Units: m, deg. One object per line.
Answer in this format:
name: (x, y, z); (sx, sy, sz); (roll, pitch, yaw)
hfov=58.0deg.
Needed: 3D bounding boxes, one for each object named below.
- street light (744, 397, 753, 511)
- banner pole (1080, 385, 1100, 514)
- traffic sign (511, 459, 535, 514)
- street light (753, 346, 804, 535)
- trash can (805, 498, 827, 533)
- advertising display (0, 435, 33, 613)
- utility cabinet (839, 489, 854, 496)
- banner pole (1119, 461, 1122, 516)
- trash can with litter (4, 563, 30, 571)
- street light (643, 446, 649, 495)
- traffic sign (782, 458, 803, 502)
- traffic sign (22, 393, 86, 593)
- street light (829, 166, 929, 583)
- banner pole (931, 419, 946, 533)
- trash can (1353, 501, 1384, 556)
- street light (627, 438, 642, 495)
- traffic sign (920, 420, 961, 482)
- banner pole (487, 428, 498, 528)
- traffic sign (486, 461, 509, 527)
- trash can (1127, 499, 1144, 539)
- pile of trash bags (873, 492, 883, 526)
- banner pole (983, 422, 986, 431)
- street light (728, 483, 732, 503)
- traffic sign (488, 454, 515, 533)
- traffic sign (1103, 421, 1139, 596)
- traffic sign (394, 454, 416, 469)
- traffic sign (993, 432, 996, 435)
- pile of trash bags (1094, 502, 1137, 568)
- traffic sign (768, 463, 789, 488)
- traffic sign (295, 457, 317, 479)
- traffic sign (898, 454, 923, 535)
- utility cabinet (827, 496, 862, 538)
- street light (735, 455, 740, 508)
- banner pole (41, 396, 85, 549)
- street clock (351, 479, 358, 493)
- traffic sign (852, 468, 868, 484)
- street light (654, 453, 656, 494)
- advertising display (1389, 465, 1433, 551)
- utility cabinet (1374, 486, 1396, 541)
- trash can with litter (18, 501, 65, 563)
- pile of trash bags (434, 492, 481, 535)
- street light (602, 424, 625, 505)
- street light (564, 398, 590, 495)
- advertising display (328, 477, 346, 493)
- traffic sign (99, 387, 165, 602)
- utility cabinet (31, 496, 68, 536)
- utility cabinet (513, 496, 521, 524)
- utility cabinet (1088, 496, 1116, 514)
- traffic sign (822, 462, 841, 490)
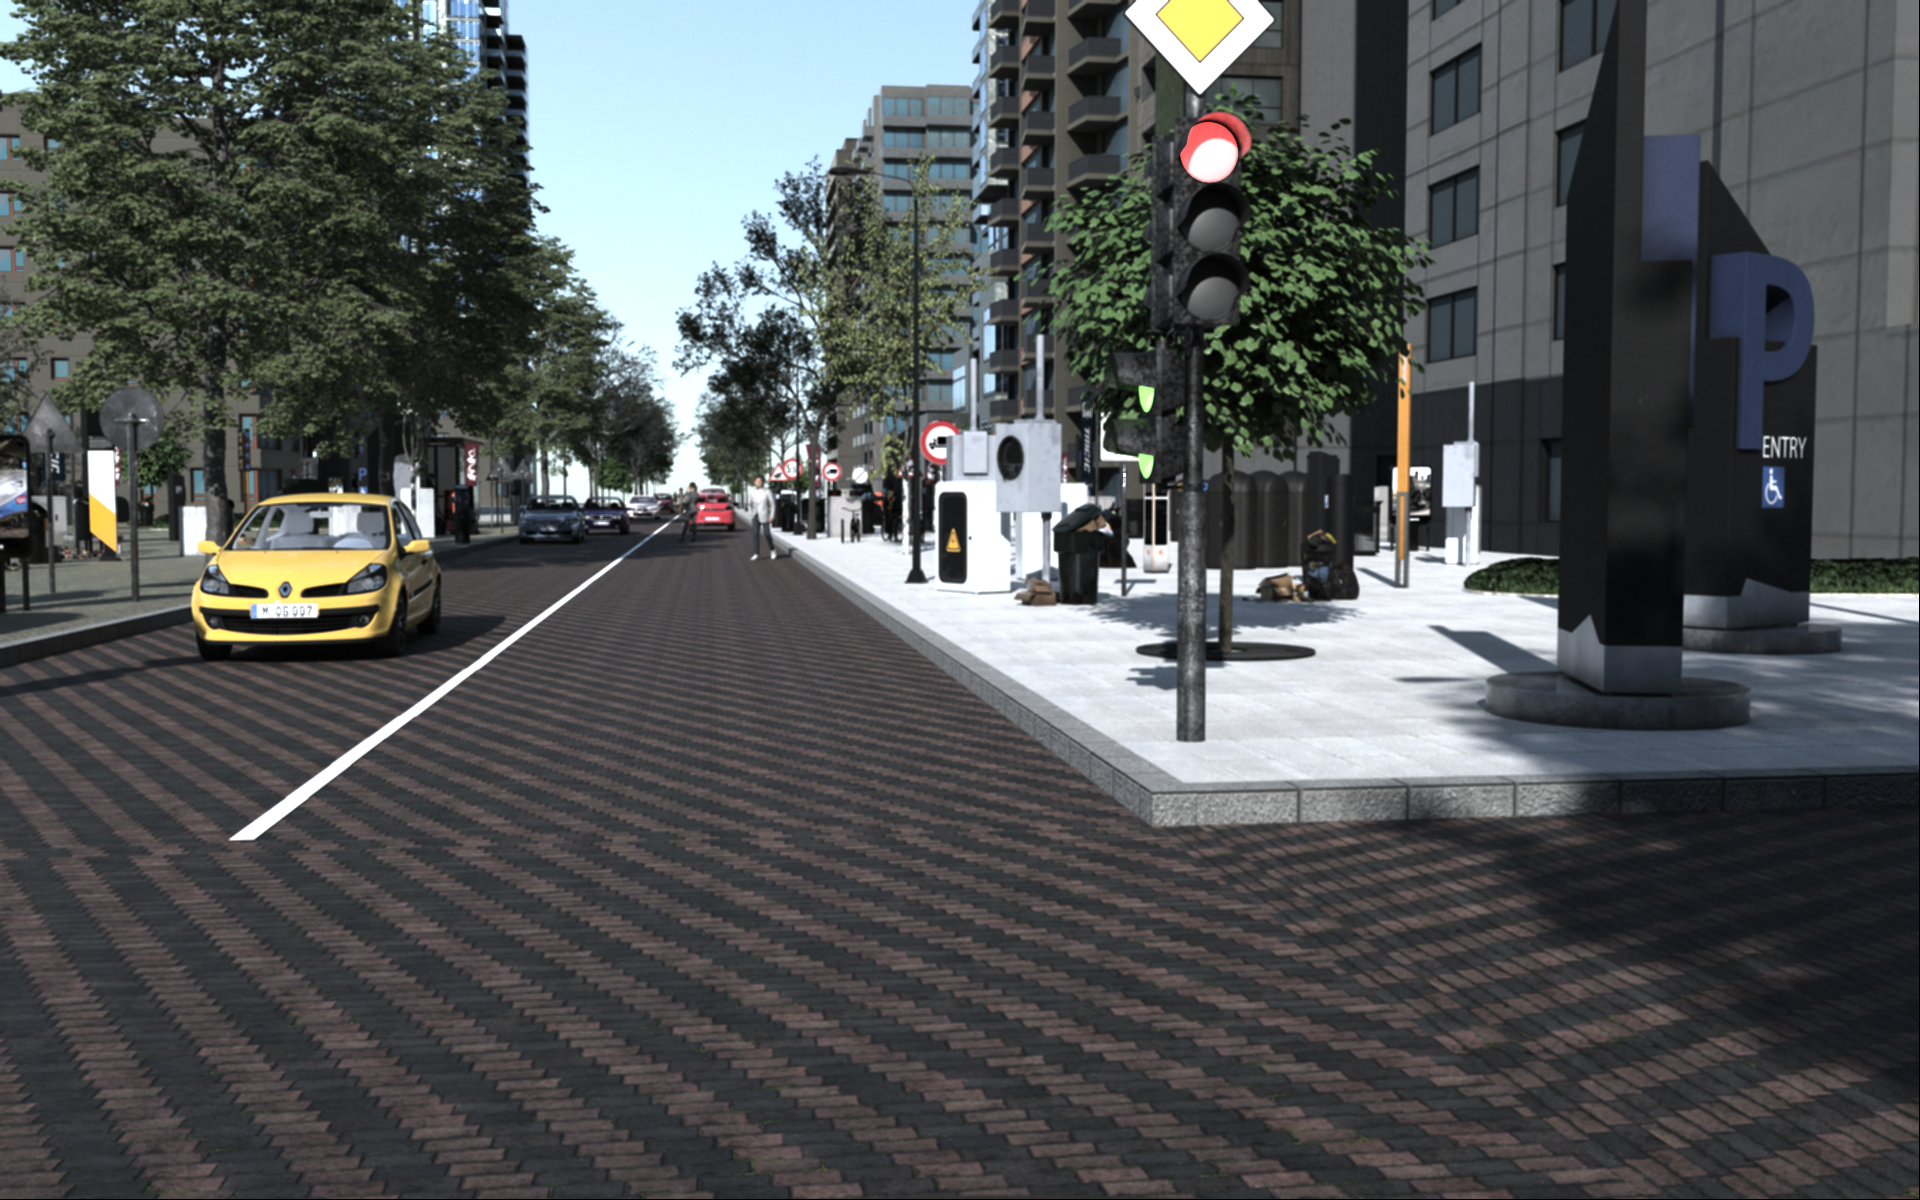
street light: (-9.667, -6.773, 83.272); (1.470, 5.913, 1.316); (-1, 4, -8)
banner pole: (2.985, -3.022, 39.434); (0.401, 3.779, 0.863); (3, 5, 39)
traffic sign: (-16.192, -3.924, 64.153); (0.884, 2.594, 0.081); (0, 4, -7)
street light: (-5.604, -4.982, 53.992); (1.470, 5.913, 1.316); (-1, 4, -8)
trash can: (-4.784, -2.805, 57.523); (0.748, 1.137, 0.748); (0, 3, 0)
advertising display: (-10.497, -0.819, 18.612); (0.123, 1.923, 0.974); (3, 4, 37)
utility cabinet: (-4.855, -4.213, 77.558); (0.318, 1.500, 1.173); (3, 5, 45)
banner pole: (4.915, -3.805, 52.227); (0.401, 3.779, 0.863); (1, 4, 23)
trash can with litter: (-16.350, -1.082, 28.747); (1.678, 1.210, 2.233); (1, 4, 9)
street light: (-30.421, -11.807, 165.578); (1.470, 5.913, 1.316); (-1, 4, -8)
traffic sign: (-5.952, -3.761, 61.599); (0.768, 2.556, 0.104); (0, 4, -8)
traffic sign: (-11.719, -1.363, 22.293); (0.884, 2.594, 0.081); (0, 4, -8)
street light: (-1.164, -3.194, 24.766); (1.470, 5.913, 1.316); (-1, 4, -8)
banner pole: (-0.650, -4.155, 57.952); (0.401, 3.779, 0.863); (3, 4, 38)
trash can: (8.420, -1.491, 36.028); (0.748, 1.137, 0.748); (0, 3, 0)
street light: (-27.311, -10.449, 143.390); (1.470, 5.913, 1.316); (-1, 4, -8)
traffic sign: (-0.316, -1.824, 29.934); (0.768, 2.556, 0.104); (0, 4, -4)
banner pole: (-17.746, -4.629, 65.702); (0.401, 3.779, 0.863); (0, 4, -8)
traffic sign: (-18.075, -4.140, 67.685); (0.884, 2.594, 0.081); (0, 4, -4)
trash can: (5.076, -2.355, 50.164); (0.748, 1.137, 0.748); (0, 3, 0)
pile of trash bags: (-3.258, -3.802, 71.920); (1.912, 1.369, 3.447); (-1, 4, -9)
banner pole: (0.834, -4.311, 60.507); (0.401, 3.779, 0.863); (0, 4, -4)
street light: (-16.459, -9.577, 129.132); (1.470, 5.913, 1.316); (-1, 4, -8)
traffic sign: (-14.921, -3.448, 56.372); (0.884, 2.594, 0.081); (0, 4, -2)
traffic sign: (2.057, -1.196, 21.689); (0.606, 2.300, 0.079); (0, 4, -5)
traffic sign: (-17.696, -3.364, 55.102); (0.768, 2.556, 0.104); (0, 4, -2)
traffic sign: (0.917, -2.014, 33.035); (0.768, 2.556, 0.104); (0, 4, -4)
pile of trash bags: (2.002, -1.322, 31.374); (1.912, 1.369, 3.447); (0, 4, -6)
traffic sign: (-7.553, -4.409, 72.098); (0.884, 2.594, 0.081); (0, 4, -5)
traffic sign: (-18.137, -2.810, 48.070); (0.606, 2.300, 0.079); (0, 4, -3)
traffic sign: (-1.582, -3.292, 53.829); (0.884, 2.594, 0.081); (0, 4, -7)
utility cabinet: (-3.408, -2.443, 51.103); (1.020, 1.237, 0.306); (-2, 4, -29)
street light: (-12.086, -7.732, 98.951); (1.470, 5.913, 1.316); (-1, 4, -8)
banner pole: (-20.957, -3.082, 40.411); (0.863, 3.779, 0.401); (-3, 5, -39)
street clock: (-28.206, -4.677, 81.032); (0.471, 2.002, 0.358); (2, 4, 29)
traffic sign: (-4.806, -5.083, 83.215); (0.768, 2.556, 0.104); (0, 4, -8)
street light: (-34.652, -13.600, 194.908); (1.470, 5.913, 1.316); (-1, 4, -8)
advertising display: (10.120, -2.061, 38.918); (0.974, 1.923, 0.123); (-1, 4, -9)
utility cabinet: (11.641, -2.309, 46.434); (0.318, 1.500, 1.173); (-3, 4, -36)
trash can with litter: (-17.121, -1.267, 32.095); (0.624, 1.170, 1.055); (0, 4, 2)
pile of trash bags: (-16.283, -2.793, 55.420); (1.912, 1.369, 3.447); (0, 4, -8)
street light: (-22.920, -8.632, 113.668); (1.470, 5.913, 1.316); (-1, 4, -8)
street light: (-18.542, -6.795, 83.638); (1.470, 5.913, 1.316); (-1, 4, -8)
advertising display: (-23.994, -3.764, 66.747); (0.974, 1.923, 0.123); (3, 4, 37)
traffic sign: (-9.828, -1.252, 20.575); (0.768, 2.556, 0.104); (0, 4, -2)
utility cabinet: (-28.277, -2.602, 53.712); (0.306, 1.237, 1.020); (3, 5, 43)
utility cabinet: (-18.941, -3.847, 74.058); (0.306, 1.237, 1.020); (-1, 4, -17)
utility cabinet: (3.970, -2.340, 49.417); (1.020, 1.237, 0.306); (-3, 4, -36)
traffic sign: (-5.098, -4.208, 68.911); (0.768, 2.556, 0.104); (0, 4, -4)
